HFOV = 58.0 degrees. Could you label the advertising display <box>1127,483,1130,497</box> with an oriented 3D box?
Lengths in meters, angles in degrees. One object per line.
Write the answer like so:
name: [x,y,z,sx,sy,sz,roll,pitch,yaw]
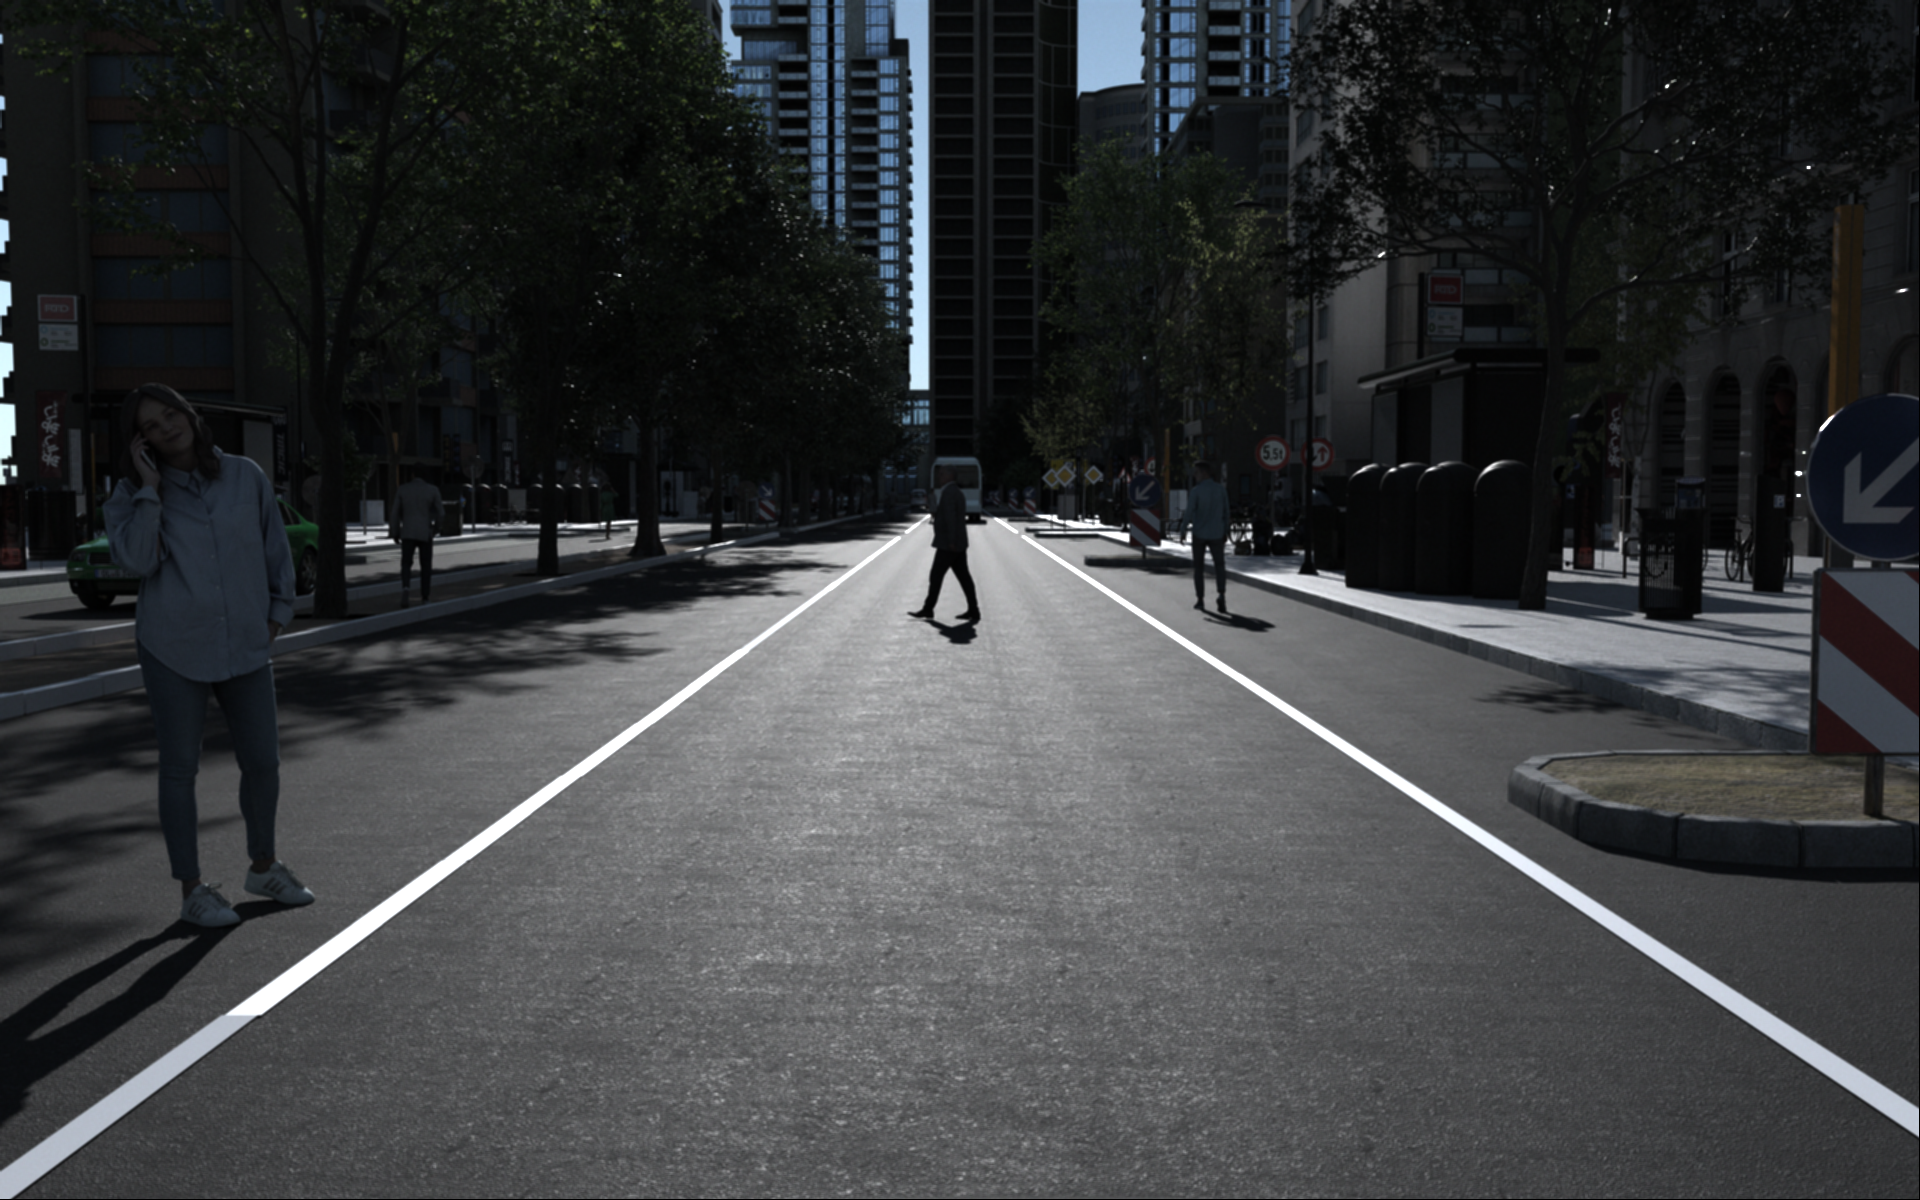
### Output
advertising display: [8.680,-5.298,91.841,0.974,1.923,0.123,3,4,38]

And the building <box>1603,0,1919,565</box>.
building: [23.156,-11.739,33.731,13.314,21.916,24.055,0,3,0]

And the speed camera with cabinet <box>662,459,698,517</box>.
speed camera with cabinet: [-15.996,-6.398,98.951,2.038,3.252,0.660,-3,4,-37]

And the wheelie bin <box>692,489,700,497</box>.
wheelie bin: [-16.669,-6.244,109.993,0.980,1.594,0.693,-1,4,-11]

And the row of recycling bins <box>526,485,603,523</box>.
row of recycling bins: [-17.646,-4.306,77.516,3.534,1.692,1.069,-3,4,-36]

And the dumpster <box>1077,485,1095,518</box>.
dumpster: [6.727,-5.371,93.577,1.264,1.857,1.865,0,3,0]

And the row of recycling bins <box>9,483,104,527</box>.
row of recycling bins: [-35.441,-3.709,67.758,3.534,1.692,1.069,-1,4,-22]

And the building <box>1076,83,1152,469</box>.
building: [30.476,-42.999,245.030,28.212,58.520,21.231,0,3,0]

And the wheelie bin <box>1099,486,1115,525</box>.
wheelie bin: [6.187,-3.901,71.684,0.980,1.594,0.693,-1,4,-17]

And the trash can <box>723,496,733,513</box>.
trash can: [-16.037,-6.618,119.864,0.748,1.137,0.748,0,3,0]

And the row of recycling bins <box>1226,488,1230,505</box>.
row of recycling bins: [15.480,-5.894,103.482,1.069,1.692,3.534,1,4,19]

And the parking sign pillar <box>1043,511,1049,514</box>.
parking sign pillar: [6.231,-7.720,114.691,1.447,3.967,1.447,0,4,-6]

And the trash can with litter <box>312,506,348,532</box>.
trash can with litter: [-21.085,-2.851,58.001,0.624,1.170,1.055,2,4,27]

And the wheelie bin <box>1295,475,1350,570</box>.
wheelie bin: [6.338,-1.316,29.428,0.980,1.594,0.693,-2,4,-35]

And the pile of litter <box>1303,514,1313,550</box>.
pile of litter: [8.186,-1.596,40.059,1.719,0.858,1.176,0,4,-7]

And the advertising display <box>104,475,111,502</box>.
advertising display: [-28.189,-3.239,58.169,0.974,1.923,0.123,-3,4,-38]

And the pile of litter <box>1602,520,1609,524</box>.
pile of litter: [27.335,-3.718,74.754,1.176,0.858,1.719,0,4,2]

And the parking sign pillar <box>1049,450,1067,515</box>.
parking sign pillar: [6.588,-7.235,106.768,1.447,3.967,1.447,2,4,29]

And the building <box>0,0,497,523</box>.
building: [-35.874,-26.581,89.228,22.147,44.769,28.867,0,3,0]

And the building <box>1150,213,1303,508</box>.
building: [28.747,-16.890,121.198,27.650,21.520,28.899,0,3,0]

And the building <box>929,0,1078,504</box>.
building: [6.066,-49.248,243.454,20.611,71.187,20.563,0,3,0]

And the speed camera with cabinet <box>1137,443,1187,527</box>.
speed camera with cabinet: [7.851,-4.458,67.217,2.038,3.252,0.660,3,5,44]

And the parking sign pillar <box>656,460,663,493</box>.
parking sign pillar: [-22.896,-8.738,131.332,1.447,3.967,1.447,1,4,19]

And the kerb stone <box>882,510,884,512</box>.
kerb stone: [-6.204,-6.850,134.268,0.120,0.150,1.000,0,3,0]

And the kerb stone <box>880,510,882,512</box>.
kerb stone: [-6.217,-6.729,132.217,0.120,0.150,1.000,0,3,0]

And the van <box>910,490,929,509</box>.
van: [-3.847,-9.689,165.423,2.013,2.044,4.112,0,4,1]

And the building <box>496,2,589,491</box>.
building: [-33.652,-26.616,118.759,14.154,41.232,14.086,0,3,0]

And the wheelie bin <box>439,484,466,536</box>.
wheelie bin: [-15.554,-2.751,52.885,0.980,1.594,0.693,0,4,-4]

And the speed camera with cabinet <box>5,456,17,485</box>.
speed camera with cabinet: [-48.997,-5.801,89.178,0.660,3.252,2.038,0,4,-7]

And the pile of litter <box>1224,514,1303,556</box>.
pile of litter: [6.259,-1.373,36.407,1.719,0.858,1.176,1,4,12]

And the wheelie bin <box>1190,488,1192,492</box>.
wheelie bin: [11.747,-4.746,85.497,0.980,1.594,0.693,1,4,20]

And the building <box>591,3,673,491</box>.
building: [-37.649,-51.469,154.195,22.319,86.520,31.000,0,3,0]

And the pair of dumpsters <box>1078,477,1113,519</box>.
pair of dumpsters: [7.099,-5.374,90.364,1.574,2.255,4.437,0,3,0]

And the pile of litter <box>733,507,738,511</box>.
pile of litter: [-17.266,-7.346,134.076,1.719,0.858,1.176,-1,4,-22]

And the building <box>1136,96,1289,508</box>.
building: [32.767,-28.765,162.192,32.217,40.220,23.993,0,3,0]

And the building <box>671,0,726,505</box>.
building: [-41.077,-39.884,194.107,28.212,58.520,21.231,0,3,0]

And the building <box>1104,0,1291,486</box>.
building: [28.295,-53.550,188.220,22.319,86.520,31.000,0,3,0]

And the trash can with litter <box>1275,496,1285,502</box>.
trash can with litter: [17.356,-4.970,92.639,1.055,1.170,0.624,3,5,40]

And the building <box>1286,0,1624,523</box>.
building: [23.701,-24.348,81.678,14.086,41.232,14.154,0,3,0]

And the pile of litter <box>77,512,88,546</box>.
pile of litter: [-21.484,-1.700,41.767,1.176,0.858,1.719,-2,4,-29]

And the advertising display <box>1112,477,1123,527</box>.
advertising display: [6.153,-3.813,67.558,0.123,1.923,0.974,-1,4,-13]

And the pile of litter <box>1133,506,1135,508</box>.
pile of litter: [12.178,-6.830,125.638,1.176,0.858,1.719,2,4,33]

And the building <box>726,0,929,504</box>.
building: [-19.740,-56.967,244.074,31.000,86.520,22.319,0,3,0]

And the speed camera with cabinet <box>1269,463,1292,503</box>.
speed camera with cabinet: [17.579,-6.159,95.043,0.660,3.252,2.038,-1,4,-11]

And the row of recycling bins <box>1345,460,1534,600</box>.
row of recycling bins: [6.212,-0.946,22.573,1.069,1.692,3.534,-1,4,-21]

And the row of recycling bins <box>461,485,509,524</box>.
row of recycling bins: [-21.106,-4.170,75.288,1.069,1.692,3.534,2,4,31]

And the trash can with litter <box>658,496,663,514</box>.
trash can with litter: [-19.360,-6.034,109.709,2.233,1.210,1.678,-1,4,-8]

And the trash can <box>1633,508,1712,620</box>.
trash can: [7.312,-0.377,17.814,0.748,1.137,0.748,0,3,0]

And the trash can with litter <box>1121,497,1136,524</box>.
trash can with litter: [7.062,-3.872,74.693,1.055,1.170,0.624,-3,5,-43]

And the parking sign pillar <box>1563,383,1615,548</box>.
parking sign pillar: [15.040,-3.256,41.708,1.447,3.967,1.447,3,5,41]

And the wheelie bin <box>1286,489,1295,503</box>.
wheelie bin: [18.877,-5.534,98.391,0.693,1.594,0.980,1,4,11]
